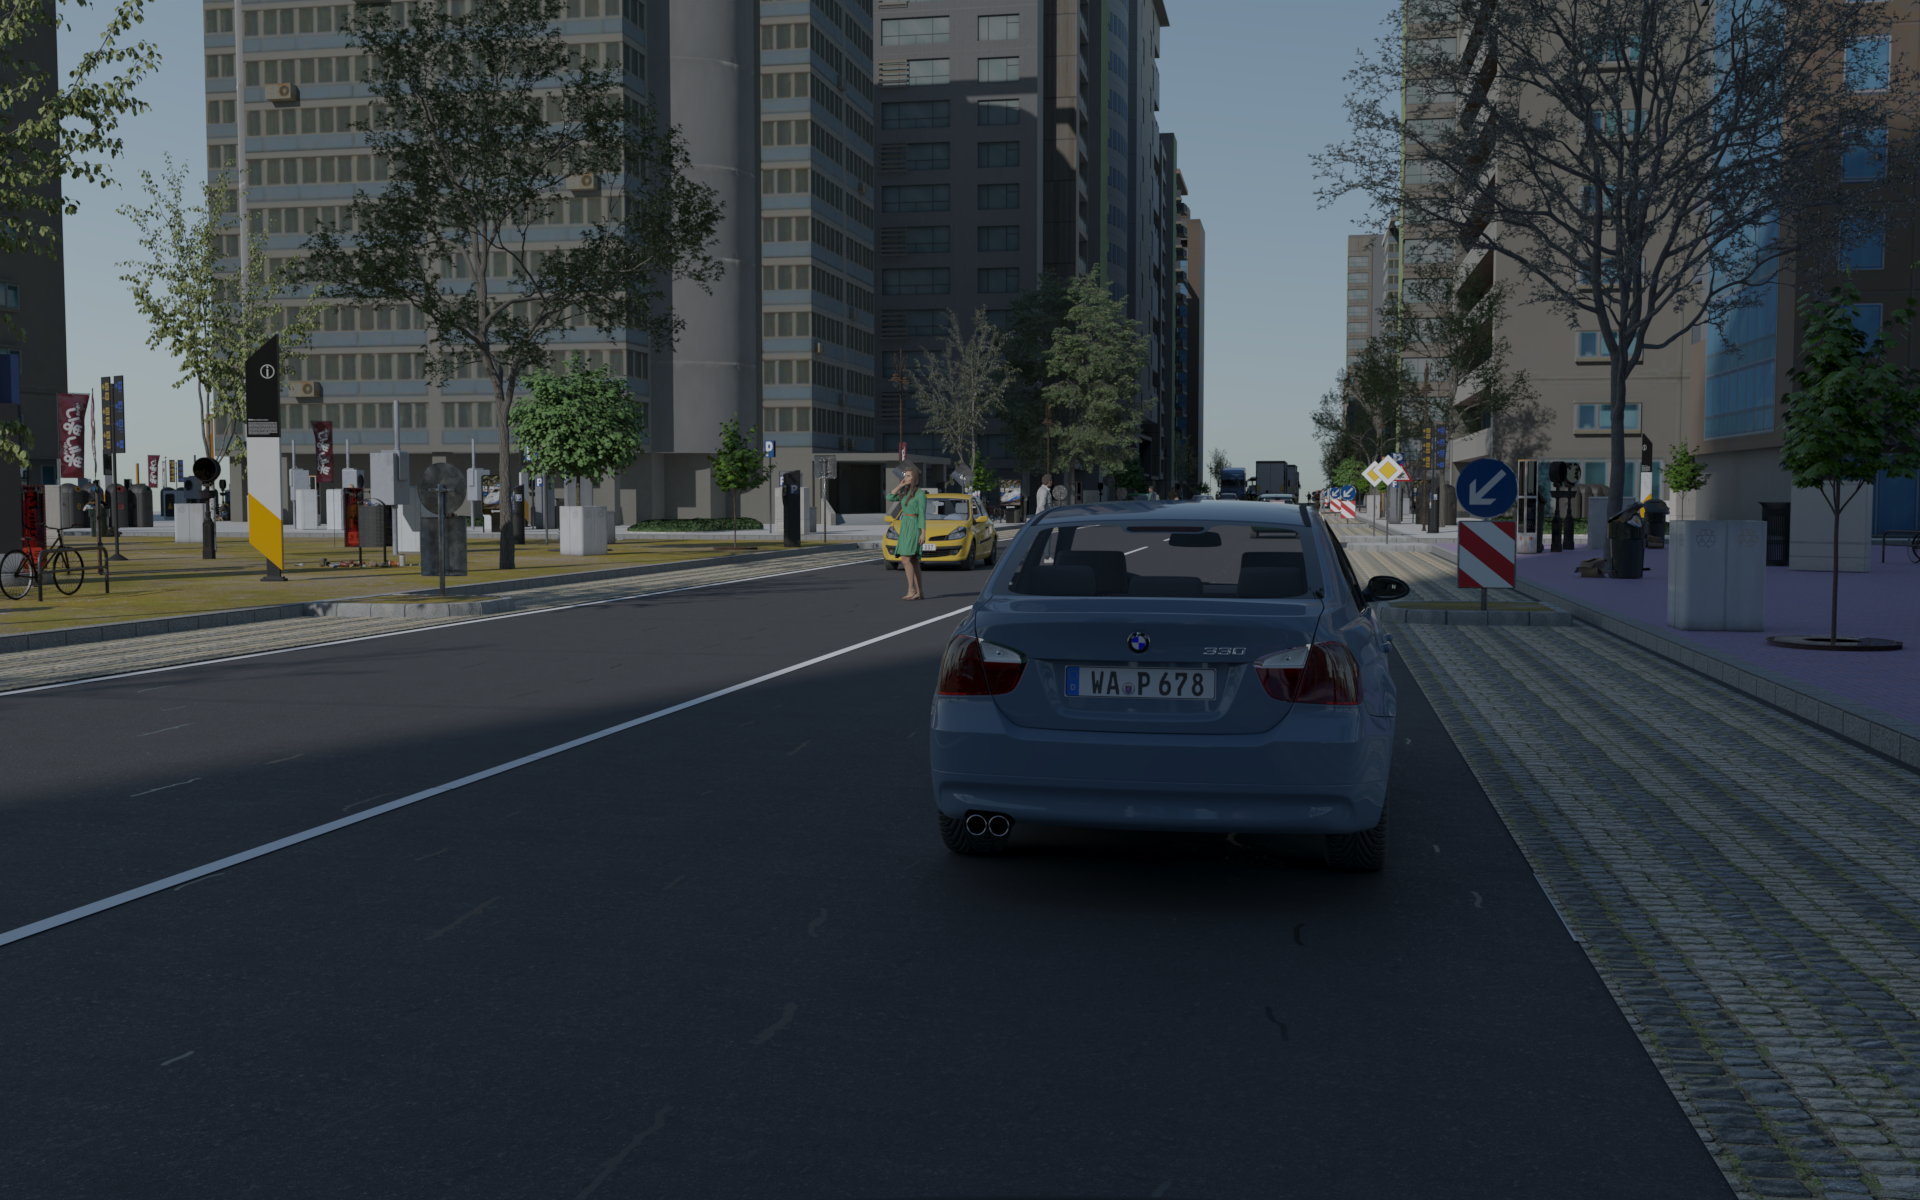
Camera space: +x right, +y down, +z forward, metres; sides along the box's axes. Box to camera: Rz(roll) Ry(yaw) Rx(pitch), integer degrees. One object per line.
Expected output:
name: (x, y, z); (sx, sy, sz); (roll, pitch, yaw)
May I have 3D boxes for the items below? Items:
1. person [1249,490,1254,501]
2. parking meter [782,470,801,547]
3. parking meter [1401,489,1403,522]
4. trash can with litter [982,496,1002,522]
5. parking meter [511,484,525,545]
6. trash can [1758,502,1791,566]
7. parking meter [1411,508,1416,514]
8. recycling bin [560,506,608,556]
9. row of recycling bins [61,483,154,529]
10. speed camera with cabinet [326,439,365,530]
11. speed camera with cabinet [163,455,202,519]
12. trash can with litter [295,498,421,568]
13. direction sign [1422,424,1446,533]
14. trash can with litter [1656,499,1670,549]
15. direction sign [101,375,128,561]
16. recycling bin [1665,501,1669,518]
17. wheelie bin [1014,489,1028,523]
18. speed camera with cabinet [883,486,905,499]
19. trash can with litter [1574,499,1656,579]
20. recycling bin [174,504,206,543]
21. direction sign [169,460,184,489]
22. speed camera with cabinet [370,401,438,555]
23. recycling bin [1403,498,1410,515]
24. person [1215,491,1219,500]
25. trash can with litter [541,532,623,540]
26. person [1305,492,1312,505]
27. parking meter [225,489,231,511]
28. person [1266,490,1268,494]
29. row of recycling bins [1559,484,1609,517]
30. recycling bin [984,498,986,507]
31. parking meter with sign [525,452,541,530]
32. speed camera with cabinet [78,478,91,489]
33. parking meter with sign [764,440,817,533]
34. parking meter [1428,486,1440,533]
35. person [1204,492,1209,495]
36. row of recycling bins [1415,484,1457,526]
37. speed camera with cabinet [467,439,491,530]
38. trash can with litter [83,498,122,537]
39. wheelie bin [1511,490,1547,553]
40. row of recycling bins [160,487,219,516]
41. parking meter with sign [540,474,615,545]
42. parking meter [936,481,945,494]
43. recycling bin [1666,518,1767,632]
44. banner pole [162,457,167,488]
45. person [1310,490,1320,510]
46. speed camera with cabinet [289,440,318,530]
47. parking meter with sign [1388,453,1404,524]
person: (26.030, -8.954, 154.902); (0.705, 1.822, 1.348); (1, 4, 21)
parking meter: (-4.063, -2.204, 41.746); (0.399, 1.863, 0.255); (-2, 4, -31)
parking meter: (20.539, -4.442, 81.044); (0.372, 1.533, 0.369); (0, 3, 0)
trash can with litter: (1.086, -4.231, 80.231); (1.678, 1.210, 2.233); (-2, 4, -34)
parking meter: (-11.270, -2.181, 44.072); (0.372, 1.533, 0.369); (0, 3, 0)
trash can: (14.631, -1.177, 30.898); (0.748, 1.137, 0.748); (0, 3, 0)
parking meter: (29.007, -6.409, 110.504); (0.255, 1.863, 0.399); (3, 5, 45)
recycling bin: (-7.879, -1.450, 36.257); (0.722, 1.027, 0.722); (3, 4, 38)
row of recycling bins: (-32.446, -3.581, 65.660); (1.069, 1.692, 3.534); (3, 4, 38)
speed camera with cabinet: (-22.001, -4.140, 62.029); (0.660, 3.252, 2.038); (0, 4, 4)
speed camera with cabinet: (-39.327, -5.703, 87.587); (2.038, 3.252, 0.660); (1, 4, 22)
trash can with litter: (-10.720, -1.206, 30.776); (2.233, 1.210, 1.678); (1, 4, 16)
direction sign: (15.415, -3.940, 56.415); (0.379, 3.537, 0.876); (-3, 5, -40)
trash can with litter: (16.462, -1.803, 40.860); (0.624, 1.170, 1.055); (1, 4, 17)
direction sign: (-16.264, -2.528, 33.324); (0.876, 3.537, 0.379); (3, 5, 39)
recycling bin: (27.452, -3.300, 66.509); (0.722, 1.027, 0.722); (-3, 5, -42)
wheelie bin: (2.611, -4.237, 77.177); (0.693, 1.594, 0.980); (1, 4, 15)
speed camera with cabinet: (-3.737, -6.044, 93.150); (2.038, 3.252, 0.660); (1, 4, 23)
trash can with litter: (9.932, -0.920, 26.430); (1.055, 1.170, 0.624); (3, 5, 39)
recycling bin: (-20.211, -2.016, 45.520); (0.722, 1.027, 0.722); (-1, 4, -19)
direction sign: (-51.697, -7.481, 114.316); (0.876, 3.537, 0.379); (0, 4, -6)
speed camera with cabinet: (-11.963, -2.635, 37.420); (0.660, 3.252, 2.038); (1, 4, 11)
recycling bin: (26.586, -5.616, 104.369); (0.722, 1.027, 0.722); (-3, 4, -36)
person: (32.786, -12.978, 220.693); (0.705, 1.824, 1.348); (-1, 4, -16)
trash can with litter: (-10.471, -2.286, 48.427); (2.233, 1.210, 1.678); (2, 4, 28)
person: (44.363, -12.947, 220.712); (0.750, 1.759, 0.617); (-3, 4, -36)
parking meter: (-39.673, -5.232, 93.956); (0.372, 1.533, 0.369); (0, 3, 0)
person: (23.592, -7.558, 132.788); (1.217, 1.736, 0.721); (3, 5, 44)
row of recycling bins: (25.005, -3.801, 69.260); (1.069, 1.692, 3.534); (3, 5, 44)
recycling bin: (1.021, -5.380, 100.518); (0.722, 1.027, 0.722); (-3, 5, -41)
parking meter with sign: (-15.073, -4.082, 63.001); (0.543, 3.016, 1.738); (1, 4, 20)
speed camera with cabinet: (-49.479, -6.314, 97.562); (0.660, 3.252, 2.038); (-1, 4, -13)
parking meter with sign: (-5.537, -3.711, 56.933); (1.738, 3.016, 0.543); (-3, 5, -39)
parking meter: (15.663, -2.988, 57.266); (0.372, 1.533, 0.369); (0, 3, 0)
person: (28.583, -11.711, 200.782); (0.742, 1.727, 0.445); (2, 4, 27)
row of recycling bins: (19.727, -3.964, 71.925); (1.069, 1.692, 3.534); (0, 4, -1)
speed camera with cabinet: (-16.803, -4.124, 61.770); (2.038, 3.252, 0.660); (3, 5, 44)
trash can with litter: (-25.607, -2.470, 51.773); (0.624, 1.170, 1.055); (1, 4, 11)
wheelie bin: (12.445, -1.837, 37.945); (0.693, 1.594, 0.980); (0, 4, 7)
row of recycling bins: (-45.267, -5.786, 101.706); (1.069, 1.692, 3.534); (2, 4, 32)
parking meter with sign: (-9.650, -2.914, 43.898); (1.738, 3.016, 0.543); (-1, 4, -22)
parking meter: (-0.896, -4.468, 78.766); (0.399, 1.863, 0.255); (1, 4, 18)
recycling bin: (7.192, -0.240, 16.479); (0.722, 1.027, 0.722); (1, 4, 10)
banner pole: (-53.109, -7.686, 115.690); (0.863, 3.779, 0.401); (3, 5, 44)
person: (26.443, -7.311, 128.554); (1.217, 1.766, 0.721); (-2, 4, -30)
speed camera with cabinet: (-23.820, -4.191, 62.853); (0.660, 3.252, 2.038); (-2, 4, -31)
parking meter with sign: (18.587, -4.756, 74.024); (0.543, 3.016, 1.738); (0, 4, 8)
